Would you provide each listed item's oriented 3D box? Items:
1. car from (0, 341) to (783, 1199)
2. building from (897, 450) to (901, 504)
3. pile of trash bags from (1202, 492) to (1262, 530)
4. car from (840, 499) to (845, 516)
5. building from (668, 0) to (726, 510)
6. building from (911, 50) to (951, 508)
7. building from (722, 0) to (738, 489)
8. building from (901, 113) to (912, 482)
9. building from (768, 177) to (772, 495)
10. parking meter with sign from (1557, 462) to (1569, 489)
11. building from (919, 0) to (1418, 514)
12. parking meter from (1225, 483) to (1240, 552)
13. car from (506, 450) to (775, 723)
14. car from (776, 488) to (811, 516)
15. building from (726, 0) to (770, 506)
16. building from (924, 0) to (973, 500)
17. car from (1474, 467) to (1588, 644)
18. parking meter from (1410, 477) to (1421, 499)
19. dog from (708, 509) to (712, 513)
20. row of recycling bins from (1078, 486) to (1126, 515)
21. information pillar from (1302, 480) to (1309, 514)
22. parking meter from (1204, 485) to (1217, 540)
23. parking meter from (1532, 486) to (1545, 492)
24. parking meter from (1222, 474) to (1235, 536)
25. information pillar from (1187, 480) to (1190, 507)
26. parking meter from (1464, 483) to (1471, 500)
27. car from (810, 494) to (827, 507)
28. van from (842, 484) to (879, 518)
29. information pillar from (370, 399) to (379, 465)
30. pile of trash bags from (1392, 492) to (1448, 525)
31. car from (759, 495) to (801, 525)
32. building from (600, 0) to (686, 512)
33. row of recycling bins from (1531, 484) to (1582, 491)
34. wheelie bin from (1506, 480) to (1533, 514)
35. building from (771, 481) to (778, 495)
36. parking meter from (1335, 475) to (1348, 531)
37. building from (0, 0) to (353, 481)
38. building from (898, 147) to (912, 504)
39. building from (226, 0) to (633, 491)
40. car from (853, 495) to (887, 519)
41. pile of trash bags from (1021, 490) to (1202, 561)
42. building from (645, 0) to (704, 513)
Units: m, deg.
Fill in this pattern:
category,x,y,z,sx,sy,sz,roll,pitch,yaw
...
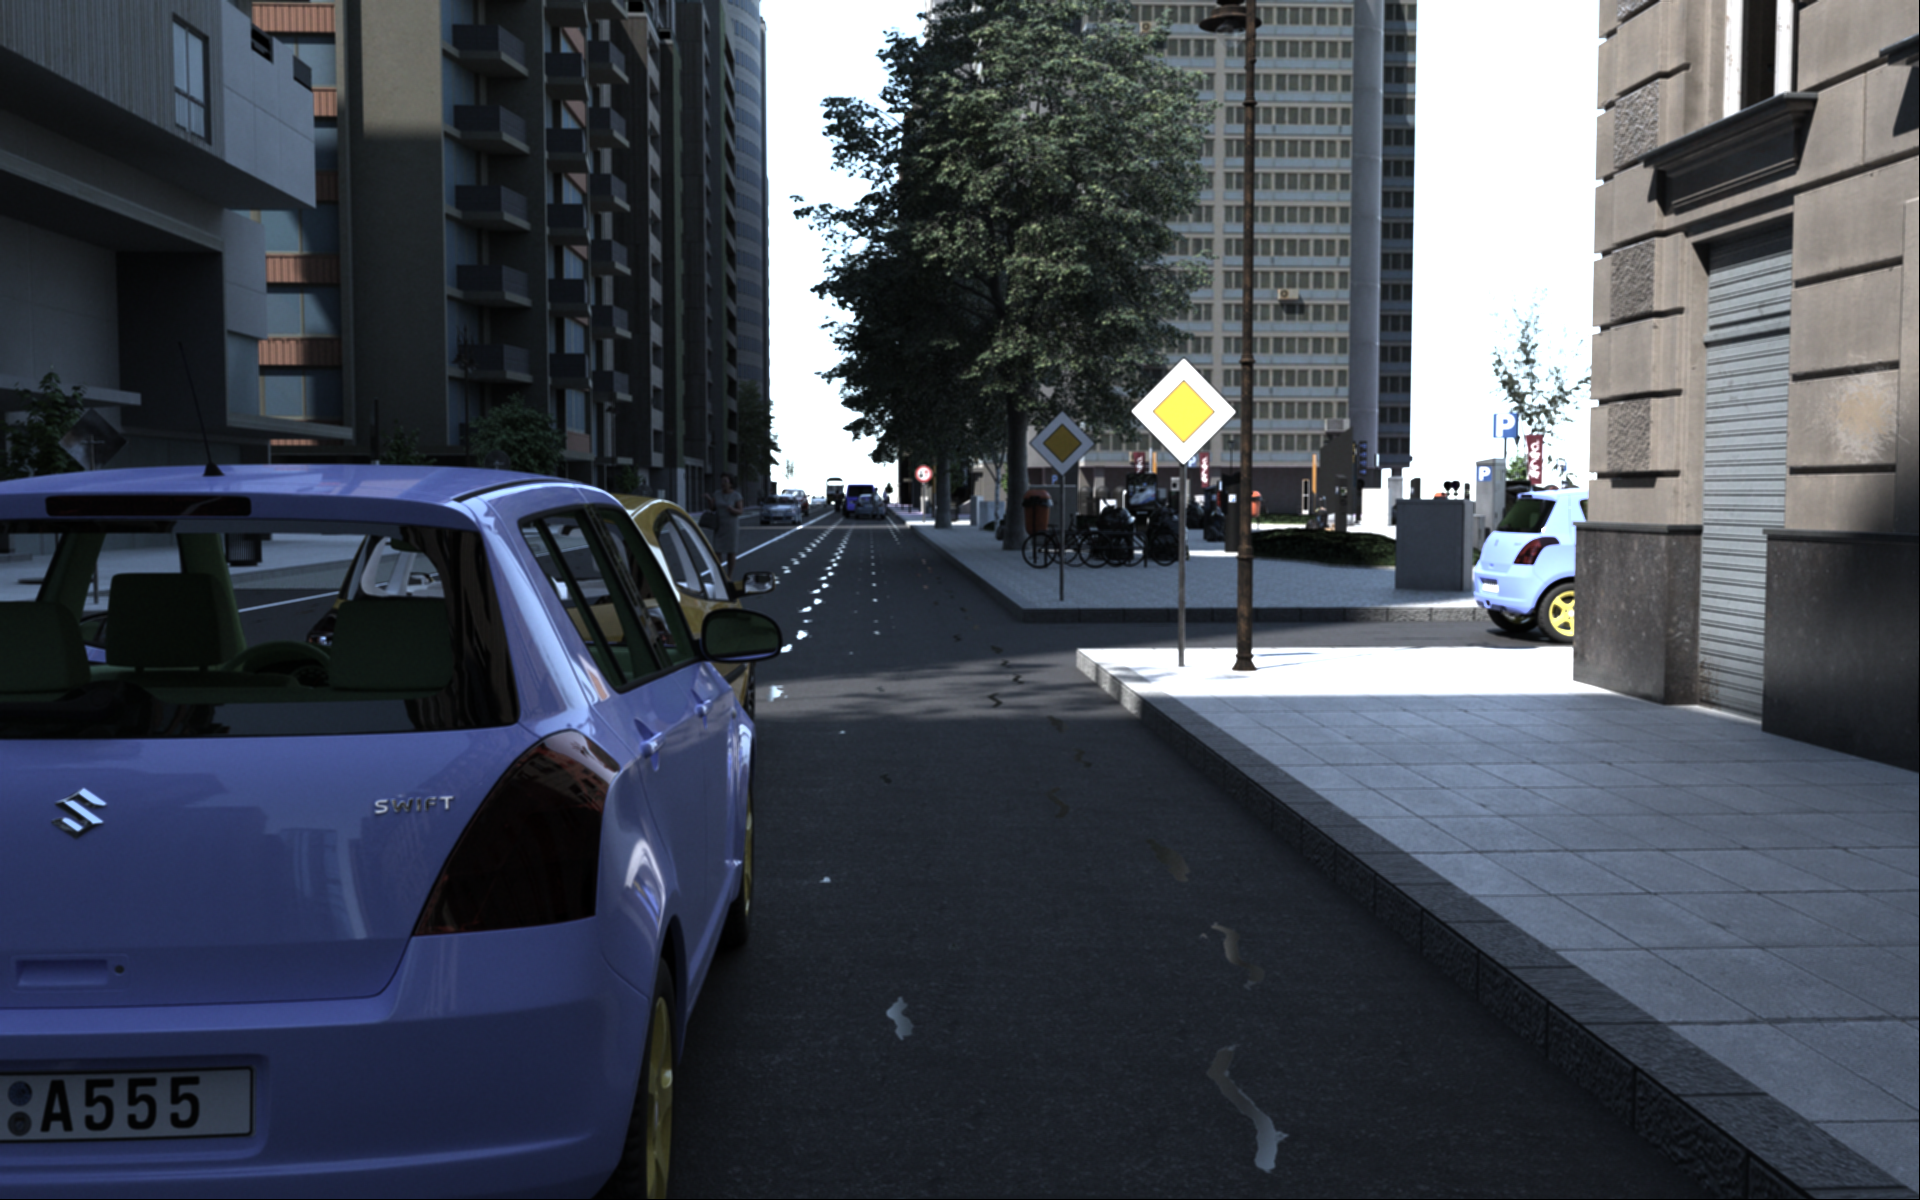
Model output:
category,x,y,z,sx,sy,sz,roll,pitch,yaw
car,-1.439,0.319,4.377,1.945,1.707,3.694,0,4,-3
building,5.242,-24.257,241.648,27.650,21.520,28.899,0,4,-3
pile of trash bags,9.649,-3.262,63.085,1.912,1.369,3.447,-3,4,-38
car,-7.036,-6.509,116.211,2.009,1.686,4.222,0,4,-3
building,-26.006,-27.716,136.749,14.154,41.232,14.086,0,4,-3
building,2.407,-29.374,163.852,14.154,41.232,14.086,0,4,-3
building,-31.395,-32.439,154.077,21.300,48.544,21.600,0,4,-3
building,4.444,-33.179,197.100,22.147,44.769,28.867,0,4,-3
building,-30.830,-32.428,213.786,14.154,41.232,14.086,0,4,-3
parking meter with sign,32.758,-5.942,93.405,0.543,3.016,1.738,3,5,41
building,13.519,-26.046,117.740,32.217,40.220,23.993,0,4,-3
parking meter,6.043,-1.825,38.252,0.372,1.533,0.369,0,3,0
car,-1.976,0.091,8.731,2.015,1.641,3.980,0,4,-3
car,-11.017,-6.471,114.473,2.281,1.827,5.304,0,4,-5
building,-32.605,-39.757,192.027,21.231,58.520,28.212,0,4,-3
building,10.850,-33.868,142.987,28.713,52.752,27.495,0,4,-3
car,7.102,-0.473,17.330,3.694,1.707,1.945,0,4,-1
parking meter,15.806,-3.329,60.148,0.255,1.863,0.399,-1,4,-14
dog,-13.251,-4.548,91.195,0.513,0.831,0.800,-1,4,-21
row of recycling bins,7.095,-5.134,91.052,3.534,1.692,1.069,0,4,7
information pillar,17.637,-5.134,88.425,0.304,2.012,0.304,0,4,4
parking meter,7.045,-2.466,48.723,0.372,1.533,0.369,0,3,0
parking meter,17.638,-2.716,52.818,0.372,1.533,0.369,0,3,0
parking meter,7.709,-2.689,49.678,0.399,1.863,0.255,0,4,5
information pillar,11.387,-5.070,87.389,0.304,2.012,0.304,2,4,31
parking meter,25.560,-4.991,87.318,0.255,1.863,0.399,0,4,4
car,-15.785,-11.071,193.015,2.014,1.417,4.499,0,4,-5
van,-6.039,-6.174,105.324,2.240,2.365,5.245,0,4,-3
information pillar,-14.417,-3.141,42.713,0.183,3.616,0.504,-2,4,-33
pile of trash bags,18.912,-3.784,71.618,3.447,1.369,1.912,-3,4,-36
car,-8.530,-4.313,82.518,2.014,1.417,4.499,0,4,-2
building,-24.113,-20.211,102.151,14.160,30.474,14.107,0,4,-3
row of recycling bins,24.036,-3.953,71.738,3.534,1.692,1.069,-1,4,-9
wheelie bin,12.490,-1.894,38.867,0.980,1.594,0.693,1,4,12
building,-40.988,-33.062,232.445,32.217,40.220,23.993,0,4,-3
parking meter,11.458,-2.836,52.079,0.255,1.863,0.399,-1,4,-11
building,-29.438,-27.095,32.235,28.713,52.752,27.495,0,4,-3
building,-0.821,-34.798,219.064,14.600,45.320,14.200,0,4,-3
building,-26.412,-25.669,74.307,22.147,44.769,28.867,0,4,-3
car,-5.175,-5.353,99.521,2.014,1.417,4.499,0,4,-3
pile of trash bags,2.889,-1.501,34.294,3.447,1.369,1.912,1,4,15
building,-28.507,-41.597,118.364,20.563,71.187,20.611,0,4,-3
